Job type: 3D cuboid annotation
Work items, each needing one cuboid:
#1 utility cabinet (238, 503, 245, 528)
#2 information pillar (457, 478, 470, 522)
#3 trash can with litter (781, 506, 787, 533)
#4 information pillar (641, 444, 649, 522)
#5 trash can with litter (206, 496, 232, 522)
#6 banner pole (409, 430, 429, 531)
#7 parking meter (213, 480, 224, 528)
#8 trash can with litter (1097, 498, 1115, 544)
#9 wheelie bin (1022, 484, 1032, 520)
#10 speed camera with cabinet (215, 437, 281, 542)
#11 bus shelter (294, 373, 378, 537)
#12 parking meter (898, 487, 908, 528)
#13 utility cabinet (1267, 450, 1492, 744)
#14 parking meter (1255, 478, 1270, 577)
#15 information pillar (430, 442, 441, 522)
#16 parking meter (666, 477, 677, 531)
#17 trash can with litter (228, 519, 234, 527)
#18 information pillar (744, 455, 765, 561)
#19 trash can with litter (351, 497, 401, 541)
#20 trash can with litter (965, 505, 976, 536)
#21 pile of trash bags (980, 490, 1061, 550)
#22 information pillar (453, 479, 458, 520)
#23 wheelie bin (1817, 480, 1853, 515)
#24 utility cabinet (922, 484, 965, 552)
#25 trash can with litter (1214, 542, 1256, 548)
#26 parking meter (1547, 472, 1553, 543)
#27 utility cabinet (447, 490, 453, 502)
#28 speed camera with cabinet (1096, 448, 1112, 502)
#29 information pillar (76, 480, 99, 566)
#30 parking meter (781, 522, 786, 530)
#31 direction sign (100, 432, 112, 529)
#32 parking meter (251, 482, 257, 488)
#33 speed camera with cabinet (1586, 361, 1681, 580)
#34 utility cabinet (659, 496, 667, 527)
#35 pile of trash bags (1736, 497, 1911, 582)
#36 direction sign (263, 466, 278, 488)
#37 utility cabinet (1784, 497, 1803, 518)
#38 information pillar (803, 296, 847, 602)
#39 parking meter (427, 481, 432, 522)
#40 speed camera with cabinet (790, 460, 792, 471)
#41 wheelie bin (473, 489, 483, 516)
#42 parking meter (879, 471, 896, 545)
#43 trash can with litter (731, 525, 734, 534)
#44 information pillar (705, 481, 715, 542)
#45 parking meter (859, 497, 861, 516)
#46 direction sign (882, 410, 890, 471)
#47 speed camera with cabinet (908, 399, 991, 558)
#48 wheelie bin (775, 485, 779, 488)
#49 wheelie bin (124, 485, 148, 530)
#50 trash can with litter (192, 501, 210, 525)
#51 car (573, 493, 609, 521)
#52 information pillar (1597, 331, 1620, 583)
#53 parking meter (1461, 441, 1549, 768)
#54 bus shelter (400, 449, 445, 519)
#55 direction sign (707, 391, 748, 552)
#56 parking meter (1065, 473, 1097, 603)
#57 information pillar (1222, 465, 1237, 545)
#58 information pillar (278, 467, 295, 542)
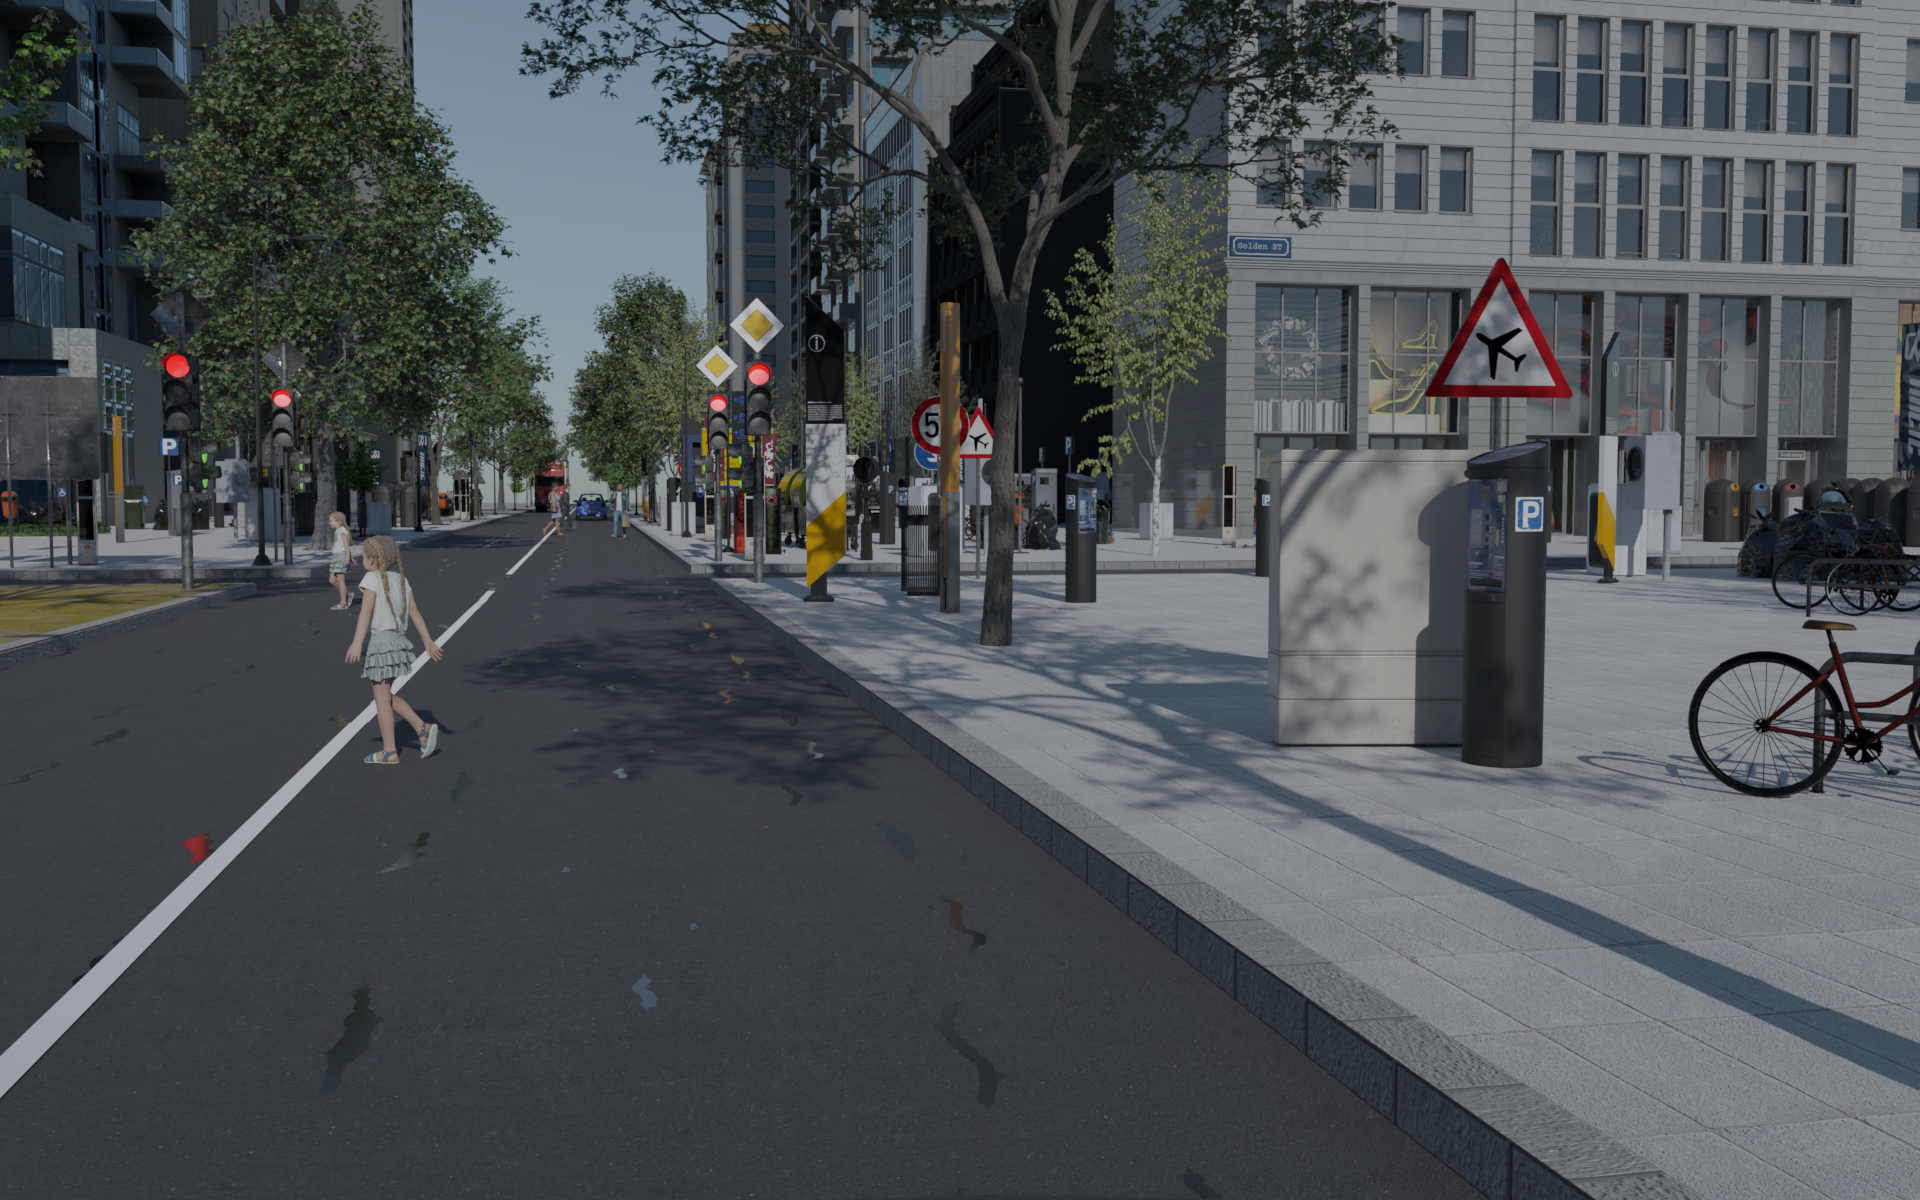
[{"bbox_3d":[-26.534,-3.447,65.032,1.173,1.500,0.318,1,4,14],"label":"utility cabinet"},{"bbox_3d":[-22.550,-4.551,78.905,0.304,2.012,0.304,1,4,12],"label":"information pillar"},{"bbox_3d":[-6.352,-2.871,58.001,2.233,1.210,1.678,1,4,10],"label":"trash can with litter"},{"bbox_3d":[-14.718,-5.471,80.813,0.183,3.616,0.504,-2,4,-33],"label":"information pillar"},{"bbox_3d":[-34.723,-4.234,80.288,1.678,1.210,2.233,-2,4,-25],"label":"trash can with litter"},{"bbox_3d":[-19.076,-4.349,61.116,0.401,3.779,0.863,2,4,34],"label":"banner pole"},{"bbox_3d":[-28.134,-3.670,65.723,0.399,1.863,0.255,3,5,42],"label":"parking meter"},{"bbox_3d":[3.614,-2.032,44.618,0.624,1.170,1.055,1,4,21],"label":"trash can with litter"},{"bbox_3d":[2.150,-2.871,54.843,0.693,1.594,0.980,1,4,21],"label":"wheelie bin"},{"bbox_3d":[-19.125,-3.201,46.666,0.660,3.252,2.038,1,4,17],"label":"speed camera with cabinet"},{"bbox_3d":[-20.619,-4.817,56.396,2.179,5.291,8.768,-1,4,-12],"label":"bus shelter"},{"bbox_3d":[-2.122,-3.451,64.842,0.372,1.533,0.369,0,3,0],"label":"parking meter"},{"bbox_3d":[2.188,-0.011,8.854,1.173,1.500,0.318,0,4,-1],"label":"utility cabinet"},{"bbox_3d":[4.774,-1.128,26.850,0.372,1.533,0.369,0,3,0],"label":"parking meter"},{"bbox_3d":[-23.651,-5.298,77.971,0.183,3.616,0.504,1,4,21],"label":"information pillar"},{"bbox_3d":[-10.012,-3.329,60.138,0.255,1.863,0.399,-2,4,-28],"label":"parking meter"},{"bbox_3d":[-28.087,-3.454,67.860,0.624,1.170,1.055,2,4,29],"label":"trash can with litter"},{"bbox_3d":[-3.918,-1.748,33.070,0.304,2.012,0.304,1,4,19],"label":"information pillar"},{"bbox_3d":[-16.663,-2.281,48.355,1.678,1.210,2.233,-2,4,-31],"label":"trash can with litter"},{"bbox_3d":[0.421,-2.589,53.380,1.678,1.210,2.233,-1,4,-18],"label":"trash can with litter"},{"bbox_3d":[1.378,-1.925,41.232,1.912,1.369,3.447,0,4,-1],"label":"pile of trash bags"},{"bbox_3d":[-24.628,-4.923,84.975,0.304,2.012,0.304,0,4,7],"label":"information pillar"},{"bbox_3d":[20.113,-1.953,39.835,0.693,1.594,0.980,1,4,14],"label":"wheelie bin"},{"bbox_3d":[-0.377,-1.782,37.820,0.318,1.500,1.173,-3,4,-38],"label":"utility cabinet"},{"bbox_3d":[7.176,-1.840,41.135,2.233,1.210,1.678,1,4,14],"label":"trash can with litter"},{"bbox_3d":[15.327,-2.433,45.494,0.399,1.863,0.255,-2,4,-28],"label":"parking meter"},{"bbox_3d":[-30.286,-5.820,103.831,1.173,1.500,0.318,2,4,35],"label":"utility cabinet"},{"bbox_3d":[5.954,-4.804,72.880,0.660,3.252,2.038,1,4,14],"label":"speed camera with cabinet"},{"bbox_3d":[-15.650,-1.624,31.041,0.304,2.012,0.304,-1,4,-21],"label":"information pillar"},{"bbox_3d":[-6.396,-3.260,61.713,0.372,1.533,0.369,0,3,0],"label":"parking meter"},{"bbox_3d":[-31.367,-4.375,63.528,0.379,3.537,0.876,-1,4,-12],"label":"direction sign"},{"bbox_3d":[-34.323,-4.790,84.027,0.399,1.863,0.255,1,4,20],"label":"parking meter"},{"bbox_3d":[10.320,-1.972,26.581,0.660,3.252,2.038,0,4,-3],"label":"speed camera with cabinet"},{"bbox_3d":[-11.618,-3.471,67.916,0.306,1.237,1.020,-1,4,-12],"label":"utility cabinet"},{"bbox_3d":[13.690,-1.000,26.099,3.447,1.369,1.912,0,4,7],"label":"pile of trash bags"},{"bbox_3d":[-33.364,-5.613,83.770,0.876,3.537,0.379,1,4,17],"label":"direction sign"},{"bbox_3d":[18.614,-1.686,38.730,0.306,1.237,1.020,1,4,22],"label":"utility cabinet"},{"bbox_3d":[-1.602,-1.785,20.538,0.504,3.616,0.183,1,4,9],"label":"information pillar"},{"bbox_3d":[-24.344,-4.526,79.715,0.255,1.863,0.399,0,4,-2],"label":"parking meter"},{"bbox_3d":[-9.236,-6.434,99.525,0.660,3.252,2.038,-2,4,-31],"label":"speed camera with cabinet"},{"bbox_3d":[-29.001,-5.847,103.504,0.980,1.594,0.693,-3,5,-42],"label":"wheelie bin"},{"bbox_3d":[-1.837,-2.340,43.962,0.255,1.863,0.399,3,5,42],"label":"parking meter"},{"bbox_3d":[-7.687,-2.720,55.853,1.055,1.170,0.624,0,4,-5],"label":"trash can with litter"},{"bbox_3d":[-6.693,-2.566,46.439,0.304,2.012,0.304,0,4,-8],"label":"information pillar"},{"bbox_3d":[-6.030,-5.712,101.801,0.372,1.533,0.369,0,3,0],"label":"parking meter"},{"bbox_3d":[-2.019,-3.378,47.233,0.379,3.537,0.876,1,4,11],"label":"direction sign"},{"bbox_3d":[-0.055,-2.519,35.521,2.038,3.252,0.660,-2,4,-33],"label":"speed camera with cabinet"},{"bbox_3d":[-6.542,-3.379,63.155,0.693,1.594,0.980,-3,4,-39],"label":"wheelie bin"},{"bbox_3d":[-29.956,-3.359,62.834,0.980,1.594,0.693,-1,4,-13],"label":"wheelie bin"},{"bbox_3d":[-30.279,-3.489,68.433,0.624,1.170,1.055,2,4,35],"label":"trash can with litter"},{"bbox_3d":[-20.272,-5.238,95.229,1.945,1.707,3.694,-1,4,-12],"label":"car"},{"bbox_3d":[9.310,-2.049,24.856,0.183,3.616,0.504,3,5,41],"label":"information pillar"},{"bbox_3d":[2.590,0.011,8.233,0.372,1.533,0.369,0,3,0],"label":"parking meter"},{"bbox_3d":[-27.985,-6.063,90.418,1.731,3.624,6.357,-1,4,-12],"label":"bus shelter"},{"bbox_3d":[-5.104,-2.820,38.101,0.876,3.537,0.379,0,4,-1],"label":"direction sign"},{"bbox_3d":[1.432,-0.739,20.494,0.372,1.533,0.369,0,3,0],"label":"parking meter"},{"bbox_3d":[6.742,-2.374,43.308,0.304,2.012,0.304,1,4,20],"label":"information pillar"},{"bbox_3d":[-18.111,-2.575,46.592,0.304,2.012,0.304,0,4,-4],"label":"information pillar"}]
